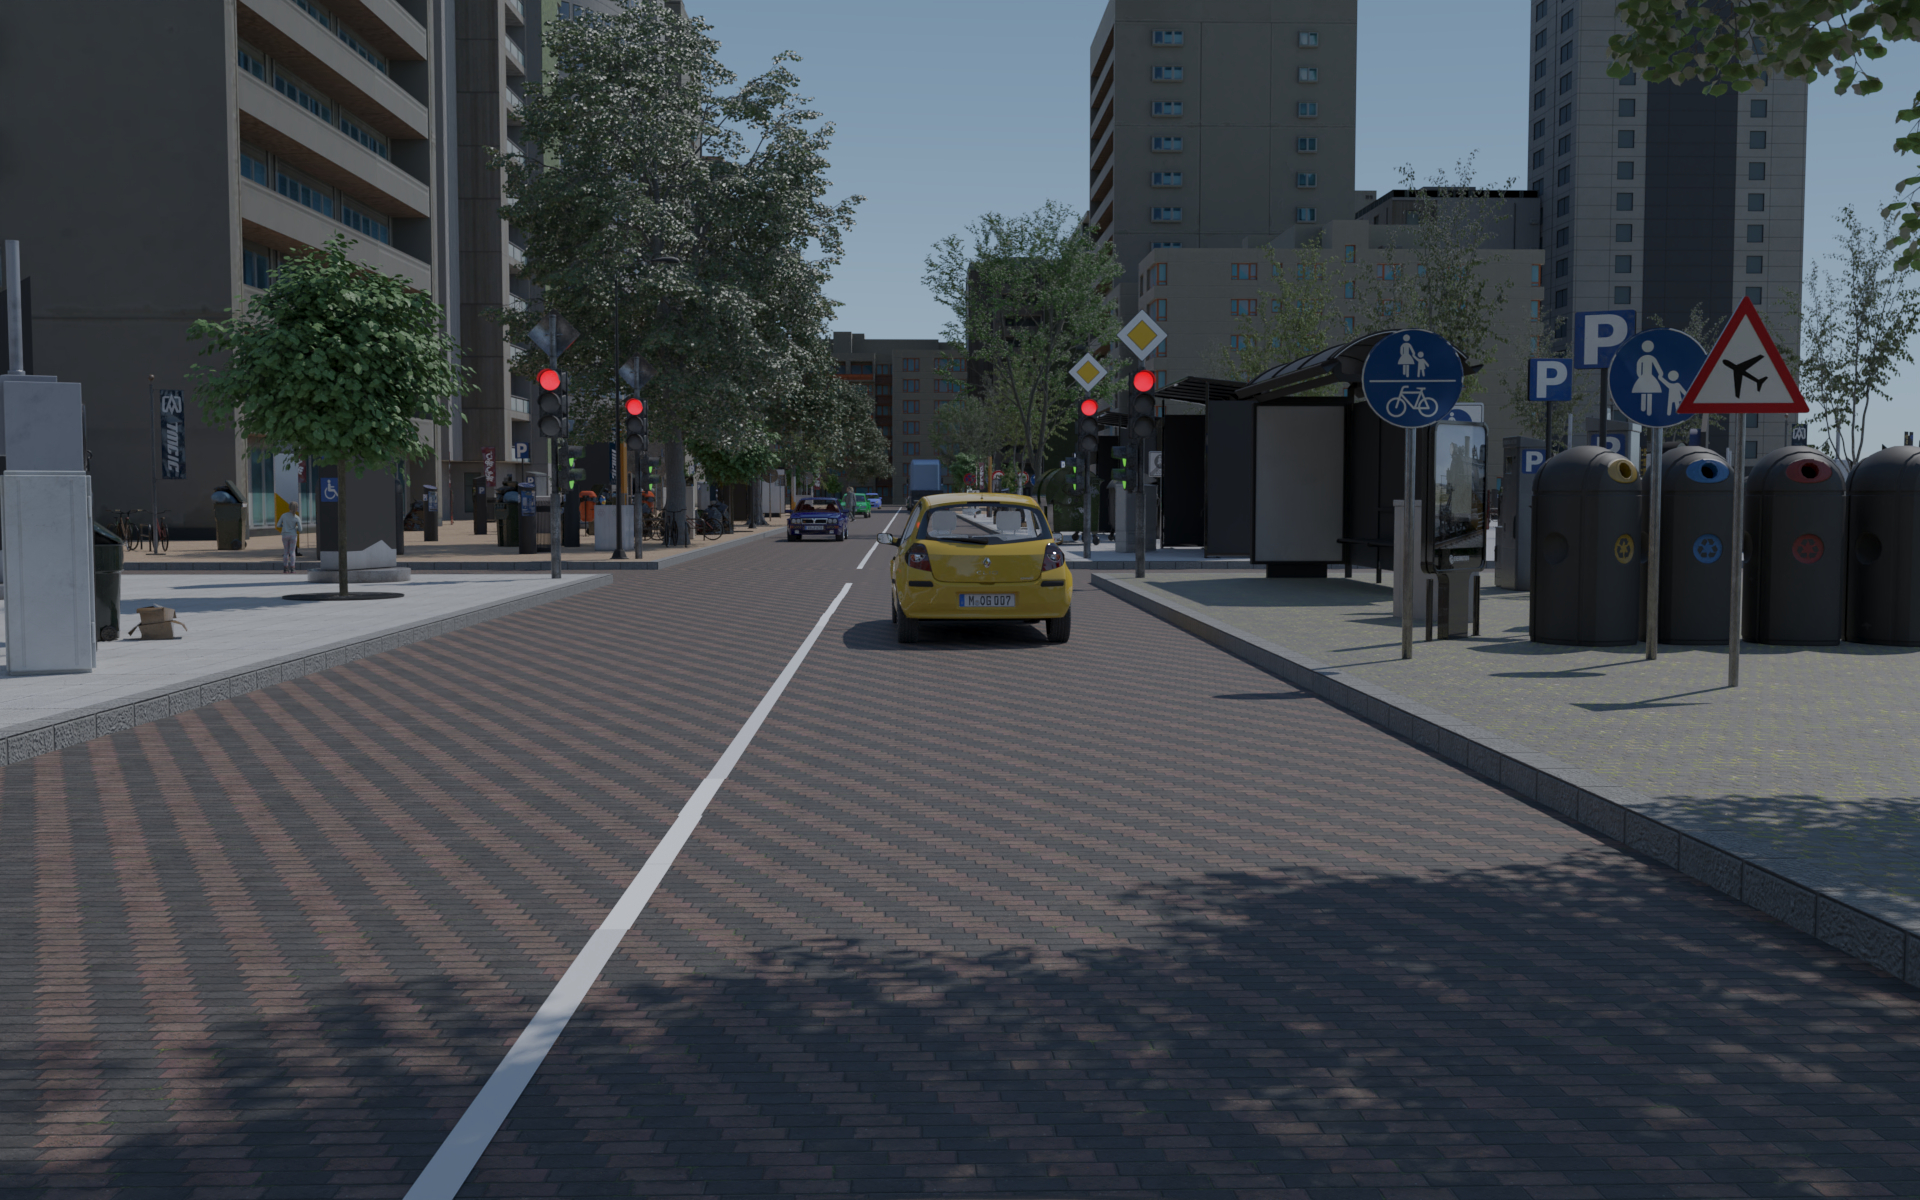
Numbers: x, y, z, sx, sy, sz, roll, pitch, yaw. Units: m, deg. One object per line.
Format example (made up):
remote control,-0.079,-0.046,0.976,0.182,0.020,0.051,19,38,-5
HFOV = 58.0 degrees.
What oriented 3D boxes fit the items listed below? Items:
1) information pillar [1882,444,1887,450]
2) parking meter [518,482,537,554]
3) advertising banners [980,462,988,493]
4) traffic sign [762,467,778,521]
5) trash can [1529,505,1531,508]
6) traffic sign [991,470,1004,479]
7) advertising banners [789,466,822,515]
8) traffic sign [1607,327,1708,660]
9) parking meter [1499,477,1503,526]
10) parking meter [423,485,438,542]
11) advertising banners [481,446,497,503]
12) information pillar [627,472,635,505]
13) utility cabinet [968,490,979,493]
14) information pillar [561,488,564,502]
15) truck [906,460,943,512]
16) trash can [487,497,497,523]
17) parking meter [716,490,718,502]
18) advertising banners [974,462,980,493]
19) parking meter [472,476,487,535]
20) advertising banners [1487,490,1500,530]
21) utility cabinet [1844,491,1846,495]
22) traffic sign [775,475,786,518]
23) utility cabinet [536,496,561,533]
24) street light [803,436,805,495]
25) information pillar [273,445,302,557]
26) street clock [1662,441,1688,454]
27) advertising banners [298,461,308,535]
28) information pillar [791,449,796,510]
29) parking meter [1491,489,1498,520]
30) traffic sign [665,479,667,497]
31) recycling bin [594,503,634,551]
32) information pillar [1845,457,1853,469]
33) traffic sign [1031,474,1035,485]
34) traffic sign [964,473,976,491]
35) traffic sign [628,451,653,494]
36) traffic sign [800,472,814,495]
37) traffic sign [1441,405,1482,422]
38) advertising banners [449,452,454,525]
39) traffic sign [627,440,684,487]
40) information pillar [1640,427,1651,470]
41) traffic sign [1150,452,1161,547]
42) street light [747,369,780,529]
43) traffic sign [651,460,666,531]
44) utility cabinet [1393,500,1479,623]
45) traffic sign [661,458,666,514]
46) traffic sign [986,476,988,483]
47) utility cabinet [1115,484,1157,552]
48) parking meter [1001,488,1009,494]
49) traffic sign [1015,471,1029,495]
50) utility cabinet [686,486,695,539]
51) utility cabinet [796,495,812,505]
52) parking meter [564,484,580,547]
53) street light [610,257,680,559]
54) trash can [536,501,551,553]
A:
information pillar,43.124,-5.463,80.670,0.183,3.616,0.504,-2,4,-34
parking meter,-9.241,-1.748,36.996,0.372,1.533,0.369,0,3,0
advertising banners,1.636,-6.078,95.566,0.090,3.025,2.074,3,4,37
traffic sign,-8.887,-4.952,81.068,0.768,2.556,0.104,0,4,2
trash can,31.018,-5.037,94.000,0.748,1.137,0.748,0,3,0
traffic sign,2.074,-5.679,92.963,0.768,2.556,0.104,0,4,4
advertising banners,-9.540,-6.770,106.871,2.074,3.025,0.090,0,4,-6
traffic sign,5.363,-0.810,13.356,0.768,2.556,0.104,0,4,8
parking meter,15.871,-2.722,50.218,0.399,1.863,0.255,0,4,-4
parking meter,-14.336,-2.354,46.902,0.372,1.533,0.369,0,3,0
advertising banners,-16.562,-4.137,63.820,2.074,3.025,0.090,-1,4,-11
information pillar,-10.746,-3.216,57.073,0.304,2.012,0.304,-2,4,-34
utility cabinet,0.804,-5.830,104.000,0.318,1.500,1.173,1,4,21
information pillar,-16.765,-4.232,73.691,0.304,2.012,0.304,1,4,14
truck,-2.400,-8.559,129.701,2.967,4.110,18.799,0,4,-3
trash can,-20.994,-4.026,77.474,0.748,1.137,0.748,0,3,0
parking meter,-13.573,-5.461,97.705,0.372,1.533,0.369,0,3,0
advertising banners,0.833,-5.889,92.480,0.090,3.025,2.074,0,4,4
parking meter,-15.217,-3.006,54.862,0.399,1.863,0.255,-3,5,-41
advertising banners,18.846,-4.044,62.300,2.074,3.025,0.090,2,4,25
utility cabinet,19.017,-1.741,37.138,1.173,1.500,0.318,3,4,37
traffic sign,-9.478,-5.455,91.322,0.606,2.300,0.079,0,4,6
utility cabinet,-13.563,-2.782,56.642,1.020,1.237,0.306,-1,4,-18
street light,-7.913,-7.407,93.647,1.470,5.913,1.316,0,4,-2
information pillar,-13.817,-2.702,35.528,0.504,3.616,0.183,-3,5,-44
street clock,9.870,-1.186,23.954,0.471,2.002,0.358,-3,5,-41
advertising banners,-15.034,-2.746,41.088,2.074,3.025,0.090,1,4,12
information pillar,-7.916,-5.569,82.399,0.183,3.616,0.504,-1,4,-21
parking meter,26.545,-4.744,85.967,0.372,1.533,0.369,0,3,0
traffic sign,-10.841,-3.916,64.127,0.768,2.556,0.104,0,4,1
recycling bin,-7.852,-1.638,39.336,0.722,1.027,0.722,0,4,7
information pillar,54.098,-6.977,105.433,0.504,3.616,0.183,3,4,37
traffic sign,4.864,-6.724,110.043,0.768,2.556,0.104,0,4,4
traffic sign,0.604,-6.432,105.273,0.768,2.556,0.104,0,4,3
traffic sign,-9.289,-3.073,50.352,0.768,2.556,0.104,0,4,5
traffic sign,-8.499,-5.865,96.001,0.768,2.556,0.104,0,4,2
traffic sign,5.559,-1.062,19.497,0.606,2.300,0.079,0,4,4
advertising banners,-21.189,-4.643,72.093,0.090,3.025,2.074,-1,4,-13
traffic sign,-11.495,-4.349,64.982,2.265,3.308,0.079,0,4,3
information pillar,14.246,-2.713,35.720,0.183,3.616,0.504,1,4,9
traffic sign,4.826,-2.408,41.506,0.606,2.300,0.079,0,4,3
street light,-7.164,-5.600,64.097,1.470,5.913,1.316,0,4,-2
traffic sign,-10.707,-3.720,60.930,0.768,2.556,0.104,0,4,5
utility cabinet,4.861,-0.399,17.685,0.306,1.237,1.020,-2,4,-24
traffic sign,-10.565,-3.752,61.454,0.768,2.556,0.104,0,4,7
traffic sign,2.015,-6.638,108.634,0.768,2.556,0.104,0,4,5
utility cabinet,3.894,-1.806,38.204,0.318,1.500,1.173,3,5,40
parking meter,1.988,-4.152,76.298,0.372,1.533,0.369,0,3,0
traffic sign,3.416,-5.838,95.559,0.768,2.556,0.104,0,4,6
utility cabinet,-7.741,-2.490,49.384,0.318,1.500,1.173,0,4,-6
utility cabinet,-8.222,-4.823,90.018,1.020,1.237,0.306,0,4,-6
parking meter,-9.390,-2.048,41.892,0.372,1.533,0.369,0,3,0
street light,-6.192,-3.763,34.061,1.470,5.913,1.316,0,4,-2
trash can,-9.250,-1.621,38.162,0.748,1.137,0.748,0,3,0
